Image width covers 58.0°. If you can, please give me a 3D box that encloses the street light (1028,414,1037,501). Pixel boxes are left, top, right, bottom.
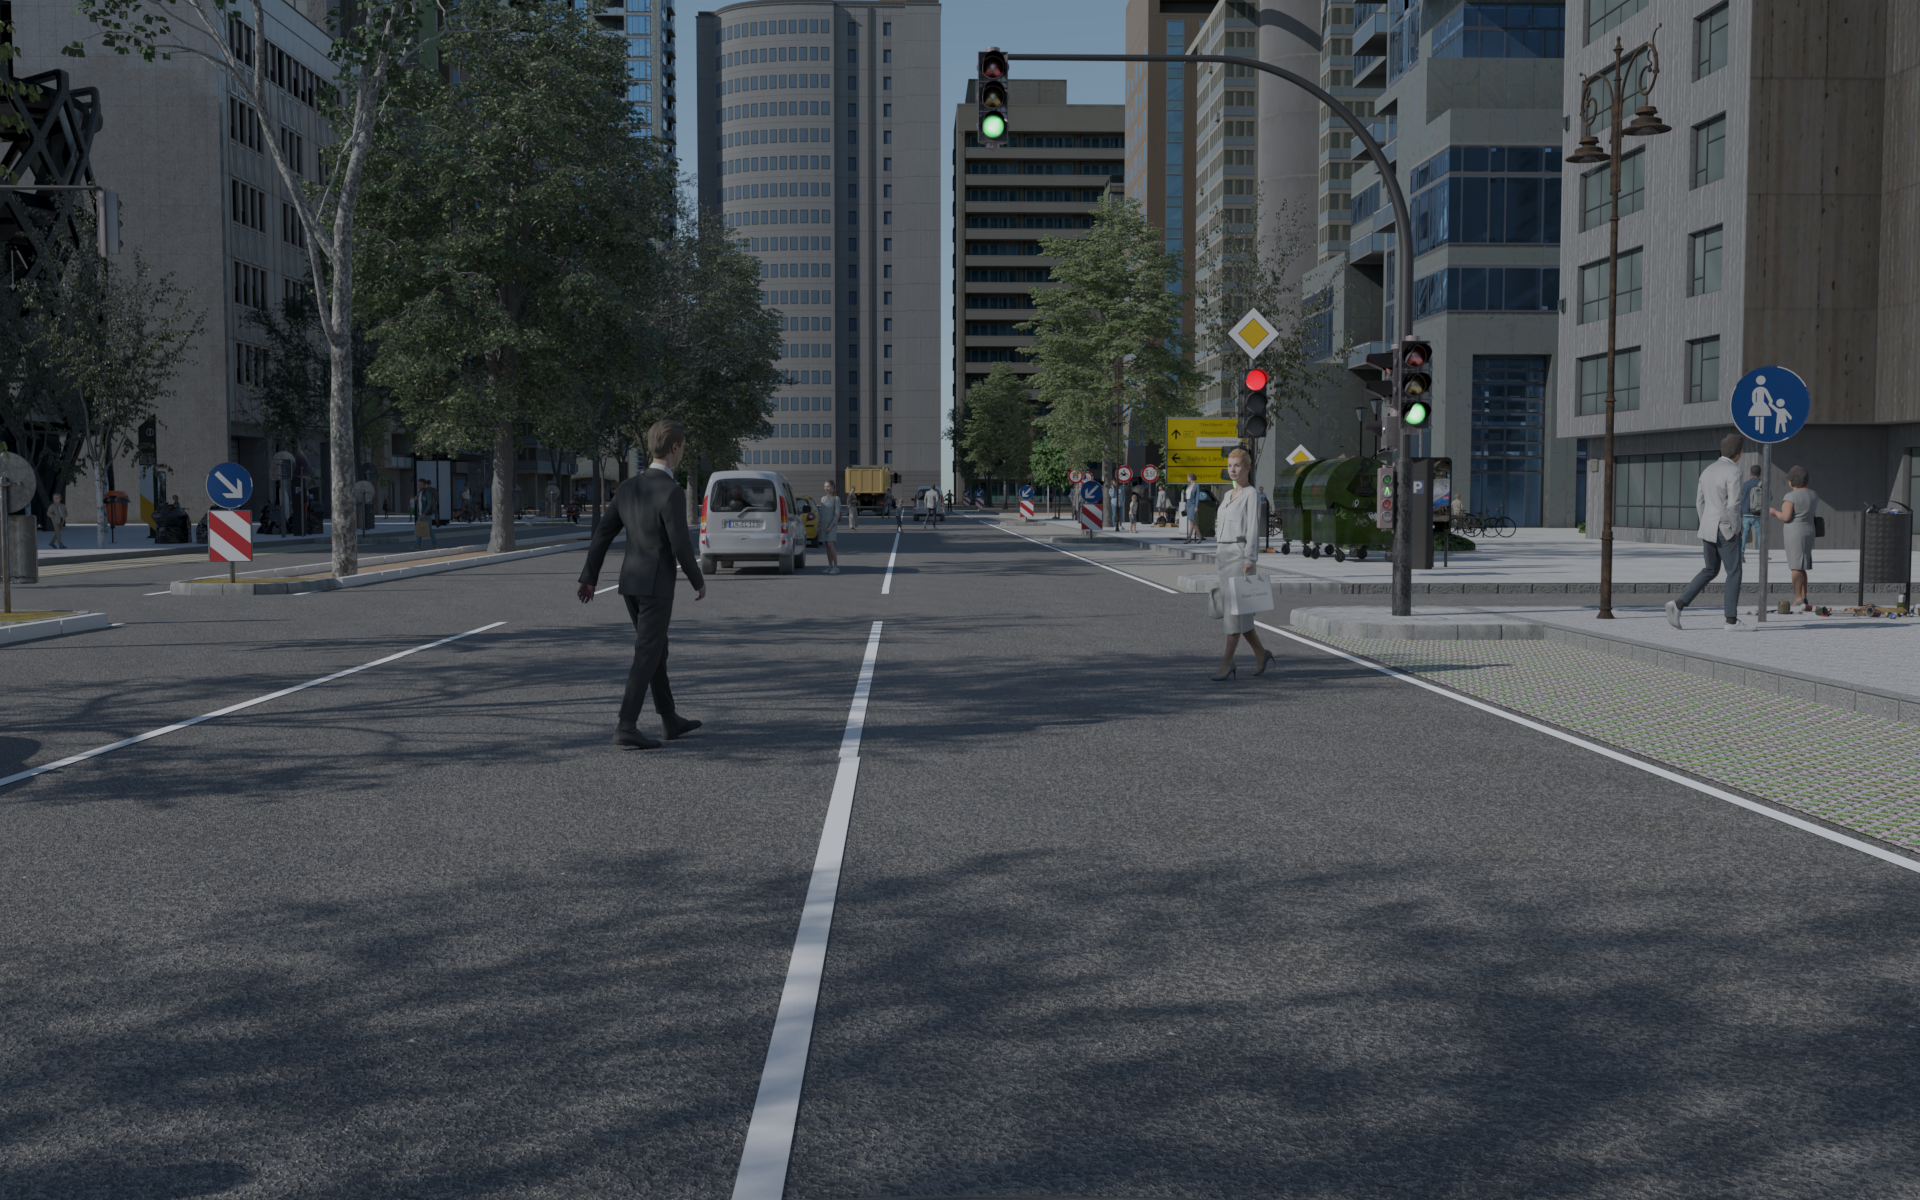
[{"bbox_3d":[4.191,-7.804,100.381,0.468,5.910,1.993,0,4,-2],"label":"street light"}]

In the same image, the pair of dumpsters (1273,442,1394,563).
[{"bbox_3d":[7.456,-1.950,34.383,1.574,2.255,4.437,0,4,-2],"label":"pair of dumpsters"}]

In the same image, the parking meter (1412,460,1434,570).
[{"bbox_3d":[7.831,-1.454,29.492,0.399,1.863,0.255,3,5,41],"label":"parking meter"}]

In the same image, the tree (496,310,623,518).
[{"bbox_3d":[-21.672,-10.212,92.729,9.928,11.665,9.643,0,3,0],"label":"tree"}]

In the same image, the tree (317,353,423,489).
[{"bbox_3d":[-28.950,-8.144,83.511,4.737,8.622,4.395,0,3,0],"label":"tree"}]

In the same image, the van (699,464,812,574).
[{"bbox_3d":[-3.807,-1.543,32.233,2.013,2.044,4.112,0,4,-1],"label":"van"}]

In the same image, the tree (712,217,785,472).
[{"bbox_3d":[-12.379,-10.418,79.444,9.857,13.997,8.962,0,3,0],"label":"tree"}]

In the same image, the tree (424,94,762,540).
[{"bbox_3d":[-11.230,-8.582,53.143,12.009,13.543,11.850,0,3,0],"label":"tree"}]

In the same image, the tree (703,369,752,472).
[{"bbox_3d":[-12.154,-8.207,87.000,4.737,8.622,4.395,0,3,0],"label":"tree"}]

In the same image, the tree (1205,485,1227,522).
[{"bbox_3d":[11.414,-5.830,79.033,4.285,4.588,4.351,0,3,0],"label":"tree"}]

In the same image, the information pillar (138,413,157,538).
[{"bbox_3d":[-23.485,-3.596,50.149,0.504,3.616,0.183,-1,4,-11],"label":"information pillar"}]

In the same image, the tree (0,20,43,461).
[{"bbox_3d":[-9.970,-3.803,15.004,4.737,8.622,4.395,0,3,0],"label":"tree"}]

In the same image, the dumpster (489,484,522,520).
[{"bbox_3d":[-22.259,-4.835,84.811,1.264,1.857,1.865,0,4,-2],"label":"dumpster"}]

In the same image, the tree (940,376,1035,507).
[{"bbox_3d":[2.867,-15.289,166.988,9.611,12.733,9.660,0,3,0],"label":"tree"}]

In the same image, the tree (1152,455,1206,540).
[{"bbox_3d":[6.447,-3.288,48.363,1.663,3.219,1.824,0,3,0],"label":"tree"}]

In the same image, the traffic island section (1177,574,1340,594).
[{"bbox_3d":[4.429,-0.245,26.291,2.009,0.180,2.903,0,4,-2],"label":"traffic island section"}]

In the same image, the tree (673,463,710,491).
[{"bbox_3d":[-23.291,-10.078,148.496,4.285,4.588,4.351,0,3,0],"label":"tree"}]

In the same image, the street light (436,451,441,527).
[{"bbox_3d":[-20.412,-5.798,67.590,0.468,5.910,1.993,0,4,-2],"label":"street light"}]

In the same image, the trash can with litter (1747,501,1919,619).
[{"bbox_3d":[9.448,-0.456,18.515,2.233,1.210,1.678,0,4,0],"label":"trash can with litter"}]

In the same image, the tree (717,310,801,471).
[{"bbox_3d":[-22.193,-19.606,176.451,12.611,20.169,13.585,0,3,0],"label":"tree"}]

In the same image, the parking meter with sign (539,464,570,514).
[{"bbox_3d":[-23.509,-6.370,100.404,1.738,3.016,0.543,0,4,-6],"label":"parking meter with sign"}]

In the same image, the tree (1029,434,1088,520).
[{"bbox_3d":[4.977,-6.357,87.651,4.285,4.588,4.351,0,3,0],"label":"tree"}]

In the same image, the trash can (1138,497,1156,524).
[{"bbox_3d":[7.911,-3.776,73.396,0.748,1.137,0.748,0,3,0],"label":"trash can"}]

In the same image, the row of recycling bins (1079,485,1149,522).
[{"bbox_3d":[7.005,-4.362,78.428,3.534,1.692,1.069,-2,4,-24],"label":"row of recycling bins"}]

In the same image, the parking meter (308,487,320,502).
[{"bbox_3d":[-22.688,-3.207,60.844,0.372,1.533,0.369,0,3,0],"label":"parking meter"}]

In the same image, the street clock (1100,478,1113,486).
[{"bbox_3d":[6.583,-4.405,76.593,0.358,2.002,0.471,3,4,36],"label":"street clock"}]

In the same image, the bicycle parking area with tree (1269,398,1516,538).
[{"bbox_3d":[13.007,-4.133,54.578,9.016,4.147,8.231,1,4,21],"label":"bicycle parking area with tree"}]

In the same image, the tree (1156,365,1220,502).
[{"bbox_3d":[12.768,-9.081,98.837,4.737,8.622,4.395,0,3,0],"label":"tree"}]

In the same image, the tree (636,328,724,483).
[{"bbox_3d":[-11.950,-7.315,72.421,4.360,8.622,3.978,0,3,0],"label":"tree"}]

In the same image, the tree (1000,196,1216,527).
[{"bbox_3d":[5.837,-9.048,66.054,7.486,12.596,7.792,0,3,0],"label":"tree"}]

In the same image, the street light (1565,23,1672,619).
[{"bbox_3d":[6.648,-2.744,17.658,0.468,5.910,1.993,0,4,-2],"label":"street light"}]

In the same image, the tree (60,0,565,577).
[{"bbox_3d":[-11.886,-10.510,30.182,12.611,20.169,13.585,0,3,0],"label":"tree"}]

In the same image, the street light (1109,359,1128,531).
[{"bbox_3d":[5.411,-5.296,59.373,0.468,5.910,1.993,0,4,-2],"label":"street light"}]

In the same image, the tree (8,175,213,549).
[{"bbox_3d":[-20.038,-5.508,40.416,4.360,8.622,3.978,0,3,0],"label":"tree"}]

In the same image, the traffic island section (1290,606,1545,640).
[{"bbox_3d":[4.674,0.243,18.310,2.009,0.180,2.903,0,4,-2],"label":"traffic island section"}]

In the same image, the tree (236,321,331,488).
[{"bbox_3d":[-27.830,-7.450,72.166,4.360,8.622,3.978,0,3,0],"label":"tree"}]

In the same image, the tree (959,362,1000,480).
[{"bbox_3d":[3.776,-14.084,148.395,7.486,12.596,7.792,0,3,0],"label":"tree"}]

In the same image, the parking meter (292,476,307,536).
[{"bbox_3d":[-20.194,-2.891,52.975,0.399,1.863,0.255,-1,4,-12],"label":"parking meter"}]

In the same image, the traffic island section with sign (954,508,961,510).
[{"bbox_3d":[0.475,-8.949,154.941,1.989,1.847,2.006,0,4,-2],"label":"traffic island section with sign"}]

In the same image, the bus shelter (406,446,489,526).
[{"bbox_3d":[-21.408,-4.811,72.586,2.014,3.302,5.546,0,4,-2],"label":"bus shelter"}]

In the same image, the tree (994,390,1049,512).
[{"bbox_3d":[4.141,-10.529,122.519,4.737,8.622,4.395,0,3,0],"label":"tree"}]

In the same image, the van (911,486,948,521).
[{"bbox_3d":[-1.633,-5.227,92.472,2.013,2.044,4.112,0,4,0],"label":"van"}]

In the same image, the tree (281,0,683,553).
[{"bbox_3d":[-11.127,-8.110,41.712,9.857,13.997,8.962,0,3,0],"label":"tree"}]

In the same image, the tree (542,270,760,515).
[{"bbox_3d":[-11.636,-7.839,65.032,8.767,10.594,7.601,0,4,-2],"label":"tree"}]

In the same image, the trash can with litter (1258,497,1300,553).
[{"bbox_3d":[6.618,-1.660,38.205,1.678,1.210,2.233,-1,4,-14],"label":"trash can with litter"}]

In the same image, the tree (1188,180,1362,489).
[{"bbox_3d":[7.281,-5.590,41.757,4.360,8.622,3.978,0,3,0],"label":"tree"}]

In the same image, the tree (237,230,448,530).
[{"bbox_3d":[-21.532,-7.767,61.401,7.601,10.594,8.767,0,4,-6],"label":"tree"}]

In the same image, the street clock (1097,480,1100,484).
[{"bbox_3d":[7.398,-5.299,91.208,0.471,2.002,0.358,1,4,19],"label":"street clock"}]

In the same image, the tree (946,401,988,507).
[{"bbox_3d":[2.725,-15.447,178.316,9.928,11.665,9.643,0,3,0],"label":"tree"}]

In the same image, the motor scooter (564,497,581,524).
[{"bbox_3d":[-18.245,-4.217,81.717,0.815,1.314,1.986,0,4,0],"label":"motor scooter"}]
